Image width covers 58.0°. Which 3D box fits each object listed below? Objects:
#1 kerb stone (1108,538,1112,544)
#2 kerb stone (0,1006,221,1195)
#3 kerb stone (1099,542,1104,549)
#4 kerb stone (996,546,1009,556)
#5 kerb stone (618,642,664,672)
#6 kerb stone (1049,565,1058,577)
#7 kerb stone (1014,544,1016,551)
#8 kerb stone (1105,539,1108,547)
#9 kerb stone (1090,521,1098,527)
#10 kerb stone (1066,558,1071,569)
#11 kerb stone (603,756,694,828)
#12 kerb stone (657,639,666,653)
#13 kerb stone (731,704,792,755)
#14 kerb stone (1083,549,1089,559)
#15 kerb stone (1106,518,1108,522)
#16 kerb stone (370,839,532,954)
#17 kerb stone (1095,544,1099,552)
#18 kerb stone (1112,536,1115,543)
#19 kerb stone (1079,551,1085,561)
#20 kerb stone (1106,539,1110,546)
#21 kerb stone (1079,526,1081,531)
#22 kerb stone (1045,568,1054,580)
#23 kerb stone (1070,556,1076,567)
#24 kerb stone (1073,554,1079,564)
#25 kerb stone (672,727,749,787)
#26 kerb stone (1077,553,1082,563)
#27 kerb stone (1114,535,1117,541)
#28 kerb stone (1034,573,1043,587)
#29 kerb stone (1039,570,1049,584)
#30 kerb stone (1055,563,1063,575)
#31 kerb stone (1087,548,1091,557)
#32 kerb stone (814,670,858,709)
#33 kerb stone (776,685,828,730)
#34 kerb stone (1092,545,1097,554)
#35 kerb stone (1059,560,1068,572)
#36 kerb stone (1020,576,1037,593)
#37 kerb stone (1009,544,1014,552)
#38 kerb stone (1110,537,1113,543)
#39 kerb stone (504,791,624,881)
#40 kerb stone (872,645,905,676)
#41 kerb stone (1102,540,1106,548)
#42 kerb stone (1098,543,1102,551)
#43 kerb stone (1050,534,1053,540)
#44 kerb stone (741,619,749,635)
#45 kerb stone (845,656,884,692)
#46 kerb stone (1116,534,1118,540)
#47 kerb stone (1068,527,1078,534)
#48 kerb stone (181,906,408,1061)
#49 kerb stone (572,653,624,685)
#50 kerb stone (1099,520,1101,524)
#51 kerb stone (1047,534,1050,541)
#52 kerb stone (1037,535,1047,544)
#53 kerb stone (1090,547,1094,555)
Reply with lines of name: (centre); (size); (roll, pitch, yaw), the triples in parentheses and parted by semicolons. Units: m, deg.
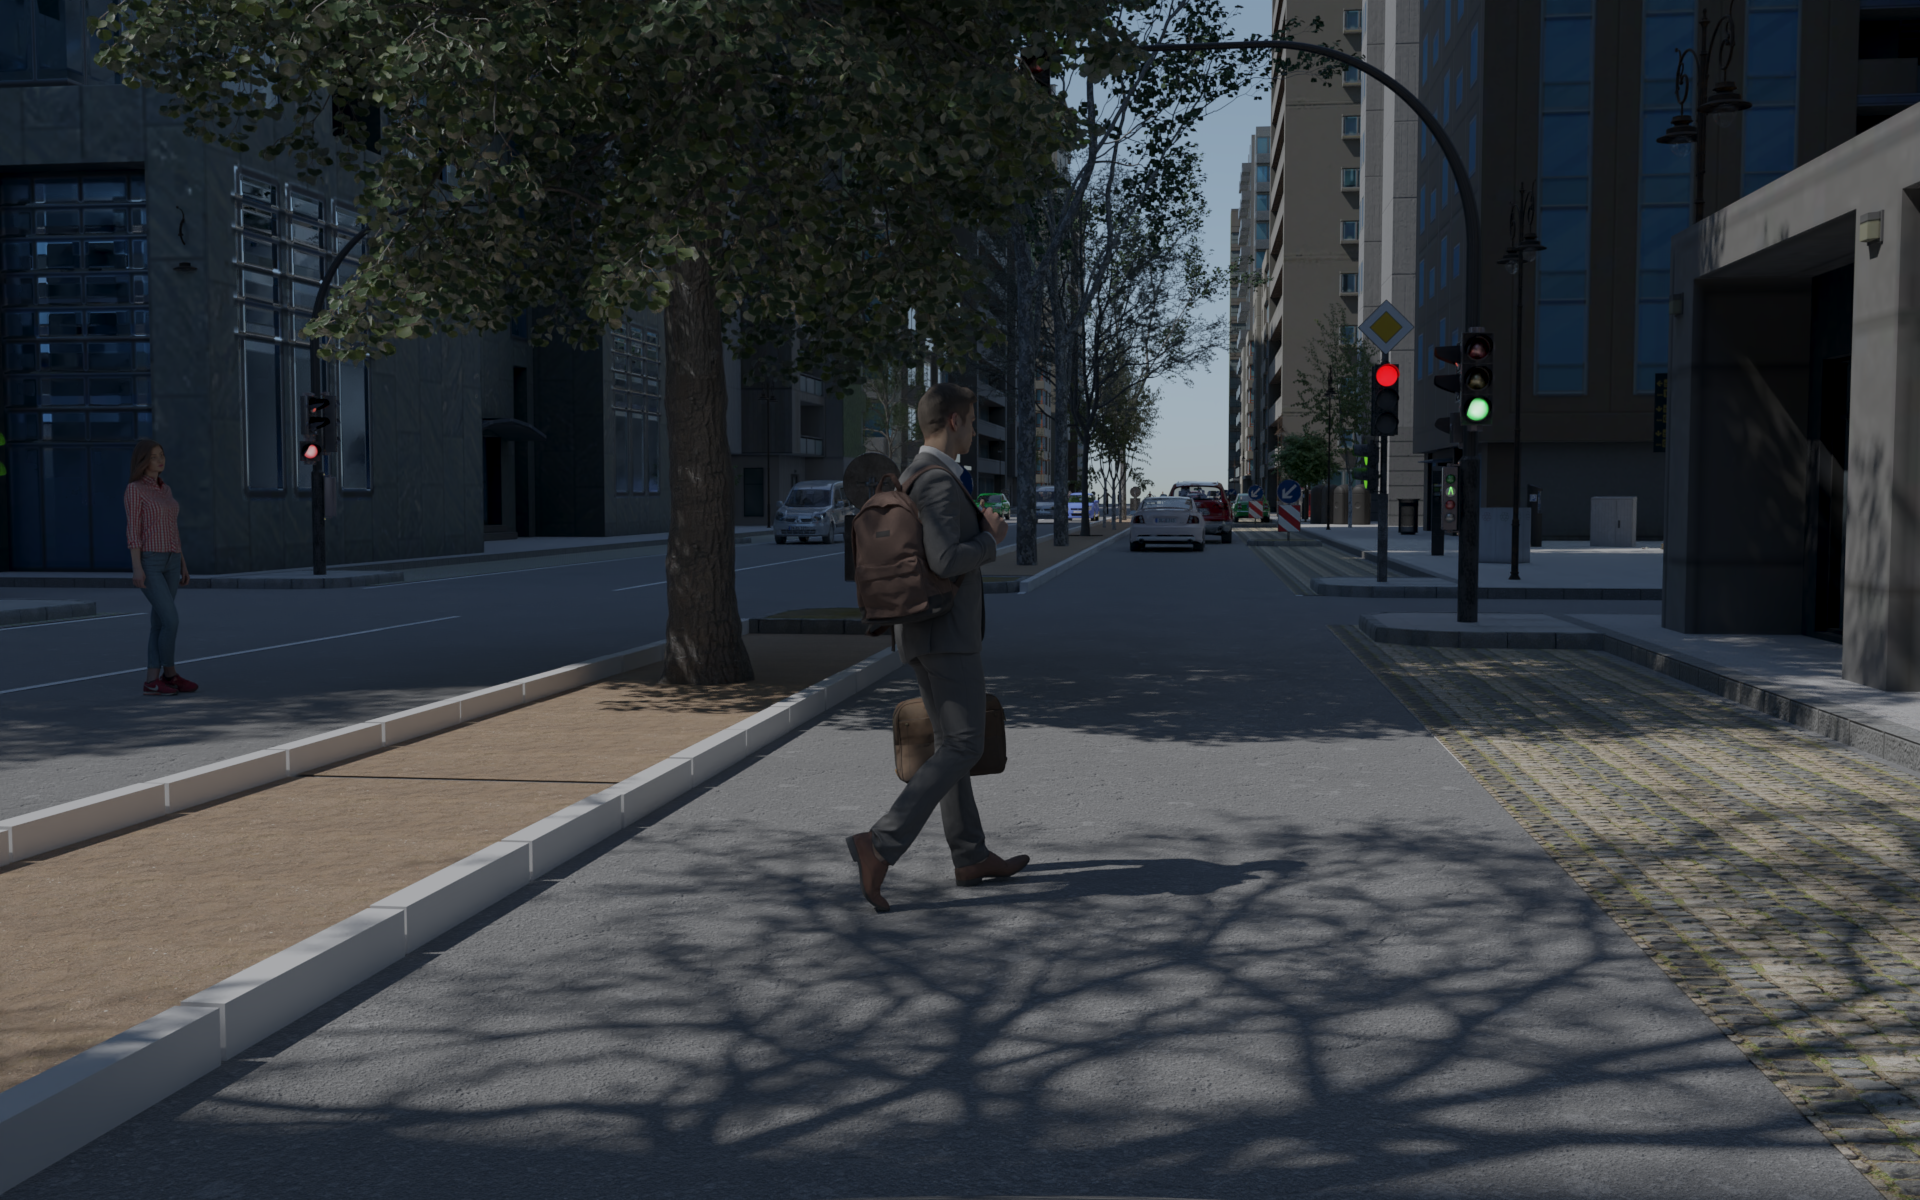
kerb stone: (4.060, -1.582, 48.063); (0.120, 0.150, 1.000); (0, 4, 8)
kerb stone: (-1.980, 1.125, 3.852); (0.120, 0.150, 1.000); (0, 4, 8)
kerb stone: (3.500, -1.333, 43.994); (0.120, 0.150, 1.000); (0, 4, 8)
kerb stone: (1.001, -1.159, 41.230); (0.120, 0.150, 1.000); (0, 4, 8)
kerb stone: (-2.674, 0.485, 14.311); (0.120, 0.150, 1.000); (0, 4, 8)
kerb stone: (1.546, -0.462, 29.754); (0.120, 0.150, 1.000); (0, 4, 8)
kerb stone: (1.281, -1.288, 43.257); (0.120, 0.150, 1.000); (0, 4, 8)
kerb stone: (3.772, -1.457, 46.025); (0.120, 0.150, 1.000); (0, 4, 8)
kerb stone: (6.004, -3.401, 77.809); (0.120, 0.150, 1.000); (0, 4, 8)
kerb stone: (1.967, -0.648, 32.801); (0.120, 0.150, 1.000); (0, 4, 8)
kerb stone: (-1.432, 0.877, 7.925); (0.120, 0.150, 1.000); (0, 4, 8)
kerb stone: (-2.538, 0.420, 15.324); (0.120, 0.150, 1.000); (0, 4, 8)
kerb stone: (-1.155, 0.751, 9.954); (0.120, 0.150, 1.000); (0, 4, 8)
kerb stone: (2.667, -0.960, 37.897); (0.120, 0.150, 1.000); (0, 4, 8)
kerb stone: (7.114, -3.894, 85.928); (0.120, 0.150, 1.000); (0, 4, 8)
kerb stone: (-1.712, 0.997, 5.890); (0.120, 0.150, 1.000); (0, 4, 8)
kerb stone: (3.225, -1.209, 41.966); (0.120, 0.150, 1.000); (0, 4, 8)
kerb stone: (4.334, -1.706, 50.090); (0.120, 0.150, 1.000); (0, 4, 8)
kerb stone: (2.523, -0.895, 36.869); (0.120, 0.150, 1.000); (0, 4, 8)
kerb stone: (3.914, -1.518, 47.037); (0.120, 0.150, 1.000); (0, 4, 8)
kerb stone: (4.474, -2.718, 66.640); (0.120, 0.150, 1.000); (0, 4, 8)
kerb stone: (1.414, -0.400, 28.738); (0.120, 0.150, 1.000); (0, 4, 8)
kerb stone: (2.114, -0.711, 33.812); (0.120, 0.150, 1.000); (0, 4, 8)
kerb stone: (2.246, -0.772, 34.831); (0.120, 0.150, 1.000); (0, 4, 8)
kerb stone: (-1.292, 0.811, 8.938); (0.120, 0.150, 1.000); (0, 4, 8)
kerb stone: (2.386, -0.835, 35.852); (0.120, 0.150, 1.000); (0, 4, 8)
kerb stone: (4.475, -1.768, 51.103); (0.120, 0.150, 1.000); (0, 4, 8)
kerb stone: (1.136, -0.272, 26.705); (0.120, 0.150, 1.000); (0, 4, 8)
kerb stone: (1.281, -0.338, 27.717); (0.120, 0.150, 1.000); (0, 4, 8)
kerb stone: (1.694, -0.524, 30.768); (0.120, 0.150, 1.000); (0, 4, 8)
kerb stone: (2.806, -1.023, 38.915); (0.120, 0.150, 1.000); (0, 4, 8)
kerb stone: (-0.878, 0.625, 11.983); (0.120, 0.150, 1.000); (0, 4, 8)
kerb stone: (-1.020, 0.687, 10.970); (0.120, 0.150, 1.000); (0, 4, 8)
kerb stone: (3.087, -1.147, 40.954); (0.120, 0.150, 1.000); (0, 4, 8)
kerb stone: (1.832, -0.587, 31.786); (0.120, 0.150, 1.000); (0, 4, 8)
kerb stone: (0.996, -0.213, 25.693); (0.120, 0.150, 1.000); (0, 4, 8)
kerb stone: (1.139, -1.226, 42.245); (0.120, 0.150, 1.000); (0, 4, 8)
kerb stone: (4.191, -1.644, 49.077); (0.120, 0.150, 1.000); (0, 4, 8)
kerb stone: (-1.574, 0.935, 6.913); (0.120, 0.150, 1.000); (0, 4, 8)
kerb stone: (-0.603, 0.500, 14.014); (0.120, 0.150, 1.000); (0, 4, 8)
kerb stone: (3.643, -1.395, 45.007); (0.120, 0.150, 1.000); (0, 4, 8)
kerb stone: (3.363, -1.271, 42.979); (0.120, 0.150, 1.000); (0, 4, 8)
kerb stone: (2.675, -1.911, 53.441); (0.120, 0.150, 1.000); (0, 4, 8)
kerb stone: (-2.259, 0.296, 17.351); (0.120, 0.150, 1.000); (0, 4, 8)
kerb stone: (-0.737, 0.564, 12.998); (0.120, 0.150, 1.000); (0, 4, 8)
kerb stone: (4.608, -1.826, 52.118); (0.120, 0.150, 1.000); (0, 4, 8)
kerb stone: (4.199, -2.594, 64.612); (0.120, 0.150, 1.000); (0, 4, 8)
kerb stone: (-1.846, 1.062, 4.875); (0.120, 0.150, 1.000); (0, 4, 8)
kerb stone: (-2.823, 0.544, 13.296); (0.120, 0.150, 1.000); (0, 4, 8)
kerb stone: (6.278, -3.525, 79.836); (0.120, 0.150, 1.000); (0, 4, 8)
kerb stone: (2.532, -1.846, 52.414); (0.120, 0.150, 1.000); (0, 4, 8)
kerb stone: (2.397, -1.786, 51.401); (0.120, 0.150, 1.000); (0, 4, 8)
kerb stone: (2.938, -1.085, 39.929); (0.120, 0.150, 1.000); (0, 4, 8)
